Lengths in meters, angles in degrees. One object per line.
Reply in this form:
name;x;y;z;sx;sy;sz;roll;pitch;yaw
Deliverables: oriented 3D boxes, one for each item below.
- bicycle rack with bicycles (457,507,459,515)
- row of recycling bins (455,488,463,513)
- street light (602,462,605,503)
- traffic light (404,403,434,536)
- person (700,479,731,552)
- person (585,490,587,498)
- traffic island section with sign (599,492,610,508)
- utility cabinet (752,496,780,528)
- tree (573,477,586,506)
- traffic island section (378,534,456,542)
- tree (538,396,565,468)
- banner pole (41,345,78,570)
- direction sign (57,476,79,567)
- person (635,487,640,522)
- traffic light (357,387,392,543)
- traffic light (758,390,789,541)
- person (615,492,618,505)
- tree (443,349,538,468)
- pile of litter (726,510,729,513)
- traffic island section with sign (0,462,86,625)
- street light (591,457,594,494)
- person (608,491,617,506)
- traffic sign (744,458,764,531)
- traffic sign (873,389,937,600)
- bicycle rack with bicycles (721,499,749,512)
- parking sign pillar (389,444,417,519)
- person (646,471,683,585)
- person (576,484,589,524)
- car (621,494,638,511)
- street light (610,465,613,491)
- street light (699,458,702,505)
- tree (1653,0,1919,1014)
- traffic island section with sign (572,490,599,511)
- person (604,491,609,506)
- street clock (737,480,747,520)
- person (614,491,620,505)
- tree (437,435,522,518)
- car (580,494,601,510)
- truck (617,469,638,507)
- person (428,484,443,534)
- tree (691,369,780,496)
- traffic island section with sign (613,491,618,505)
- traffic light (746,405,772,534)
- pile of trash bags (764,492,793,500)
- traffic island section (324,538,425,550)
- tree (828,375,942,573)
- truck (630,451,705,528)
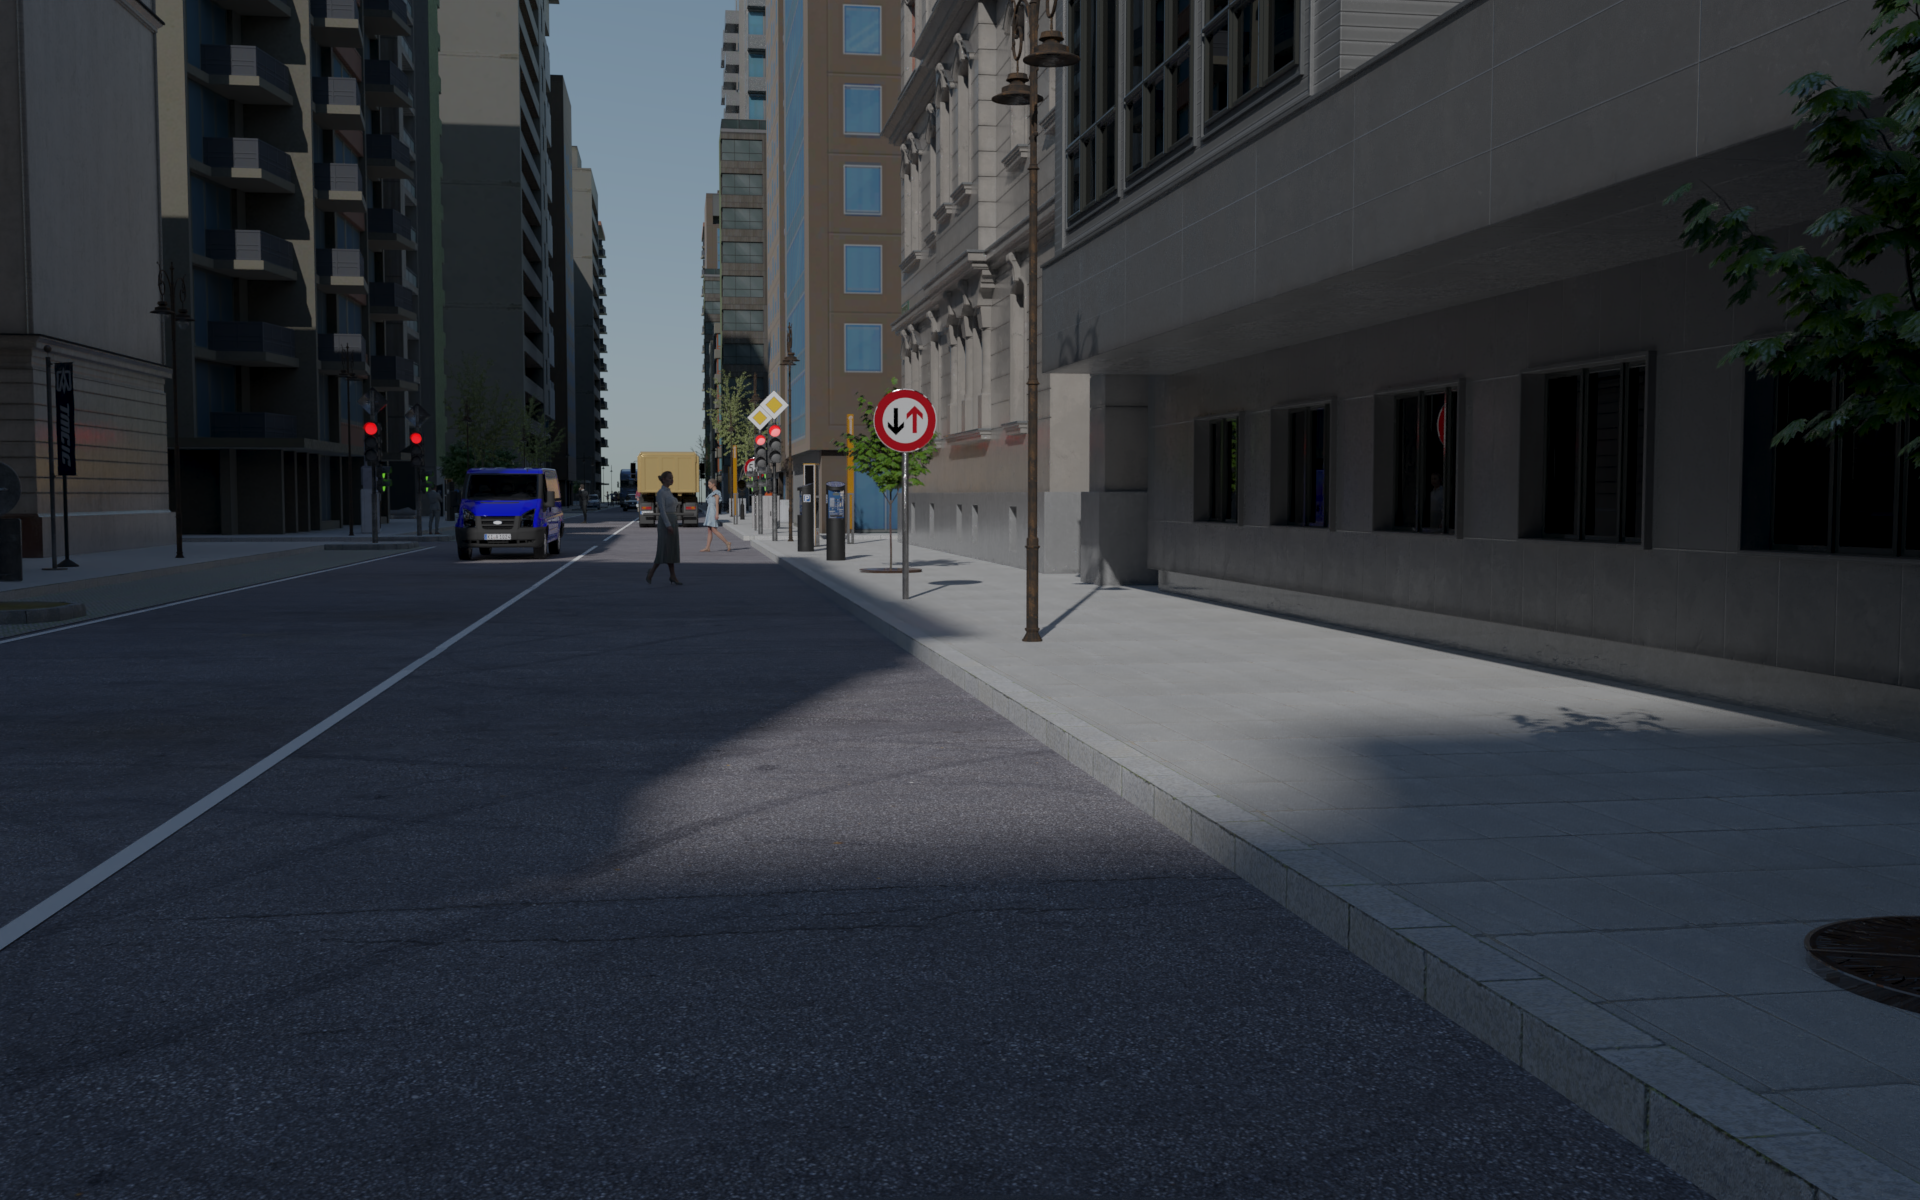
bicycle rack with bicycles;-33.118;-6.520;119.987;2.925;0.926;2.852;3;4;36
row of recycling bins;-33.529;-6.712;116.861;3.534;1.692;1.069;-1;4;-11
street light;-49.847;-16.477;242.192;0.468;5.910;1.993;-1;4;-9
traffic light;-16.624;-3.932;53.202;0.839;4.253;0.868;-1;4;-9
person;-6.069;-2.099;42.920;0.778;1.811;0.616;0;4;-5
person;-31.024;-8.231;143.803;0.721;1.735;1.217;0;4;8
traffic island section with sign;-37.069;-10.309;177.176;1.989;1.847;2.006;-1;4;-9
utility cabinet;-7.248;-3.275;64.709;1.020;1.237;0.306;0;4;0
tree;-43.045;-12.203;194.126;1.663;3.219;1.824;0;3;0
traffic island section;-16.665;-1.899;53.330;2.009;0.180;2.903;-1;4;-9
tree;-30.787;-10.653;124.546;4.737;8.622;4.395;0;3;0
banner pole;-15.102;-2.388;29.066;0.863;3.779;0.401;2;4;27
direction sign;-15.737;-2.350;30.426;0.379;3.537;0.876;-2;4;-34
person;-16.226;-4.875;88.182;0.580;1.828;0.573;0;4;2
traffic light;-15.327;-3.450;45.323;0.839;4.253;0.868;-1;4;-9
traffic light;-5.056;-3.554;47.023;0.839;4.253;0.868;-1;4;-9
person;-45.643;-13.531;230.658;0.541;1.710;0.530;-1;4;-20
tree;-24.330;-8.417;87.973;4.737;8.622;4.395;0;3;0
pile of litter;-15.231;-6.270;116.478;1.176;0.858;1.719;1;4;17
traffic island section with sign;-11.125;-0.671;19.591;1.989;1.847;2.006;-1;4;-9
street light;-44.722;-14.574;211.079;0.468;5.910;1.993;-1;4;-9
person;-39.875;-11.623;198.514;1.348;1.826;0.705;-2;4;-31
traffic sign;-7.149;-3.694;60.506;0.768;2.556;0.104;0;4;-2
traffic sign;-0.662;-1.280;21.026;0.768;2.556;0.104;0;4;-1
bicycle rack with bicycles;-16.323;-6.891;126.054;2.925;0.926;2.852;-1;4;-21
parking sign pillar;-28.882;-6.199;89.826;1.447;3.967;1.447;0;4;-4
person;-4.698;-1.144;27.427;0.641;1.798;0.478;2;4;25
person;-18.339;-4.667;84.171;0.474;1.900;0.648;1;4;16
car;-27.209;-8.243;144.567;2.009;1.686;4.222;0;4;-8
street light;-54.977;-18.378;273.269;0.468;5.910;1.993;-1;4;-9
street light;-30.505;-14.161;204.324;0.468;5.910;1.993;-1;4;-9
tree;2.658;-0.603;4.467;1.663;3.219;1.824;0;3;0
traffic island section with sign;-32.585;-8.647;150.000;1.989;1.847;2.006;-1;4;-9
person;-41.187;-11.784;201.693;0.750;1.759;0.617;0;4;1
street clock;-10.859;-5.005;86.398;0.471;2.002;0.358;1;4;13
person;-43.295;-12.914;219.732;0.705;1.812;1.348;3;5;41
tree;-26.357;-6.689;93.080;4.285;4.588;4.351;0;3;0
car;-33.561;-8.889;157.340;2.014;1.417;4.499;-1;4;-11
truck;-36.348;-12.377;192.120;2.967;4.110;18.799;-1;4;-10
person;-18.551;-3.216;61.261;0.511;1.800;0.466;0;4;5
tree;-13.046;-9.309;102.564;4.737;8.622;4.395;0;3;0
traffic island section with sign;-46.318;-13.745;233.354;1.989;1.847;2.006;-1;4;-9
traffic light;-6.353;-4.036;54.902;0.839;4.253;0.868;-1;4;-9
pile of trash bags;-8.367;-4.307;80.179;1.912;1.369;3.447;1;4;11
traffic island section;-15.368;-1.417;45.451;2.009;0.180;2.903;-1;4;-9
tree;-1.025;-2.062;28.321;1.663;3.219;1.824;0;3;0
truck;-13.057;-4.990;77.511;3.469;3.379;9.791;-1;4;-10
